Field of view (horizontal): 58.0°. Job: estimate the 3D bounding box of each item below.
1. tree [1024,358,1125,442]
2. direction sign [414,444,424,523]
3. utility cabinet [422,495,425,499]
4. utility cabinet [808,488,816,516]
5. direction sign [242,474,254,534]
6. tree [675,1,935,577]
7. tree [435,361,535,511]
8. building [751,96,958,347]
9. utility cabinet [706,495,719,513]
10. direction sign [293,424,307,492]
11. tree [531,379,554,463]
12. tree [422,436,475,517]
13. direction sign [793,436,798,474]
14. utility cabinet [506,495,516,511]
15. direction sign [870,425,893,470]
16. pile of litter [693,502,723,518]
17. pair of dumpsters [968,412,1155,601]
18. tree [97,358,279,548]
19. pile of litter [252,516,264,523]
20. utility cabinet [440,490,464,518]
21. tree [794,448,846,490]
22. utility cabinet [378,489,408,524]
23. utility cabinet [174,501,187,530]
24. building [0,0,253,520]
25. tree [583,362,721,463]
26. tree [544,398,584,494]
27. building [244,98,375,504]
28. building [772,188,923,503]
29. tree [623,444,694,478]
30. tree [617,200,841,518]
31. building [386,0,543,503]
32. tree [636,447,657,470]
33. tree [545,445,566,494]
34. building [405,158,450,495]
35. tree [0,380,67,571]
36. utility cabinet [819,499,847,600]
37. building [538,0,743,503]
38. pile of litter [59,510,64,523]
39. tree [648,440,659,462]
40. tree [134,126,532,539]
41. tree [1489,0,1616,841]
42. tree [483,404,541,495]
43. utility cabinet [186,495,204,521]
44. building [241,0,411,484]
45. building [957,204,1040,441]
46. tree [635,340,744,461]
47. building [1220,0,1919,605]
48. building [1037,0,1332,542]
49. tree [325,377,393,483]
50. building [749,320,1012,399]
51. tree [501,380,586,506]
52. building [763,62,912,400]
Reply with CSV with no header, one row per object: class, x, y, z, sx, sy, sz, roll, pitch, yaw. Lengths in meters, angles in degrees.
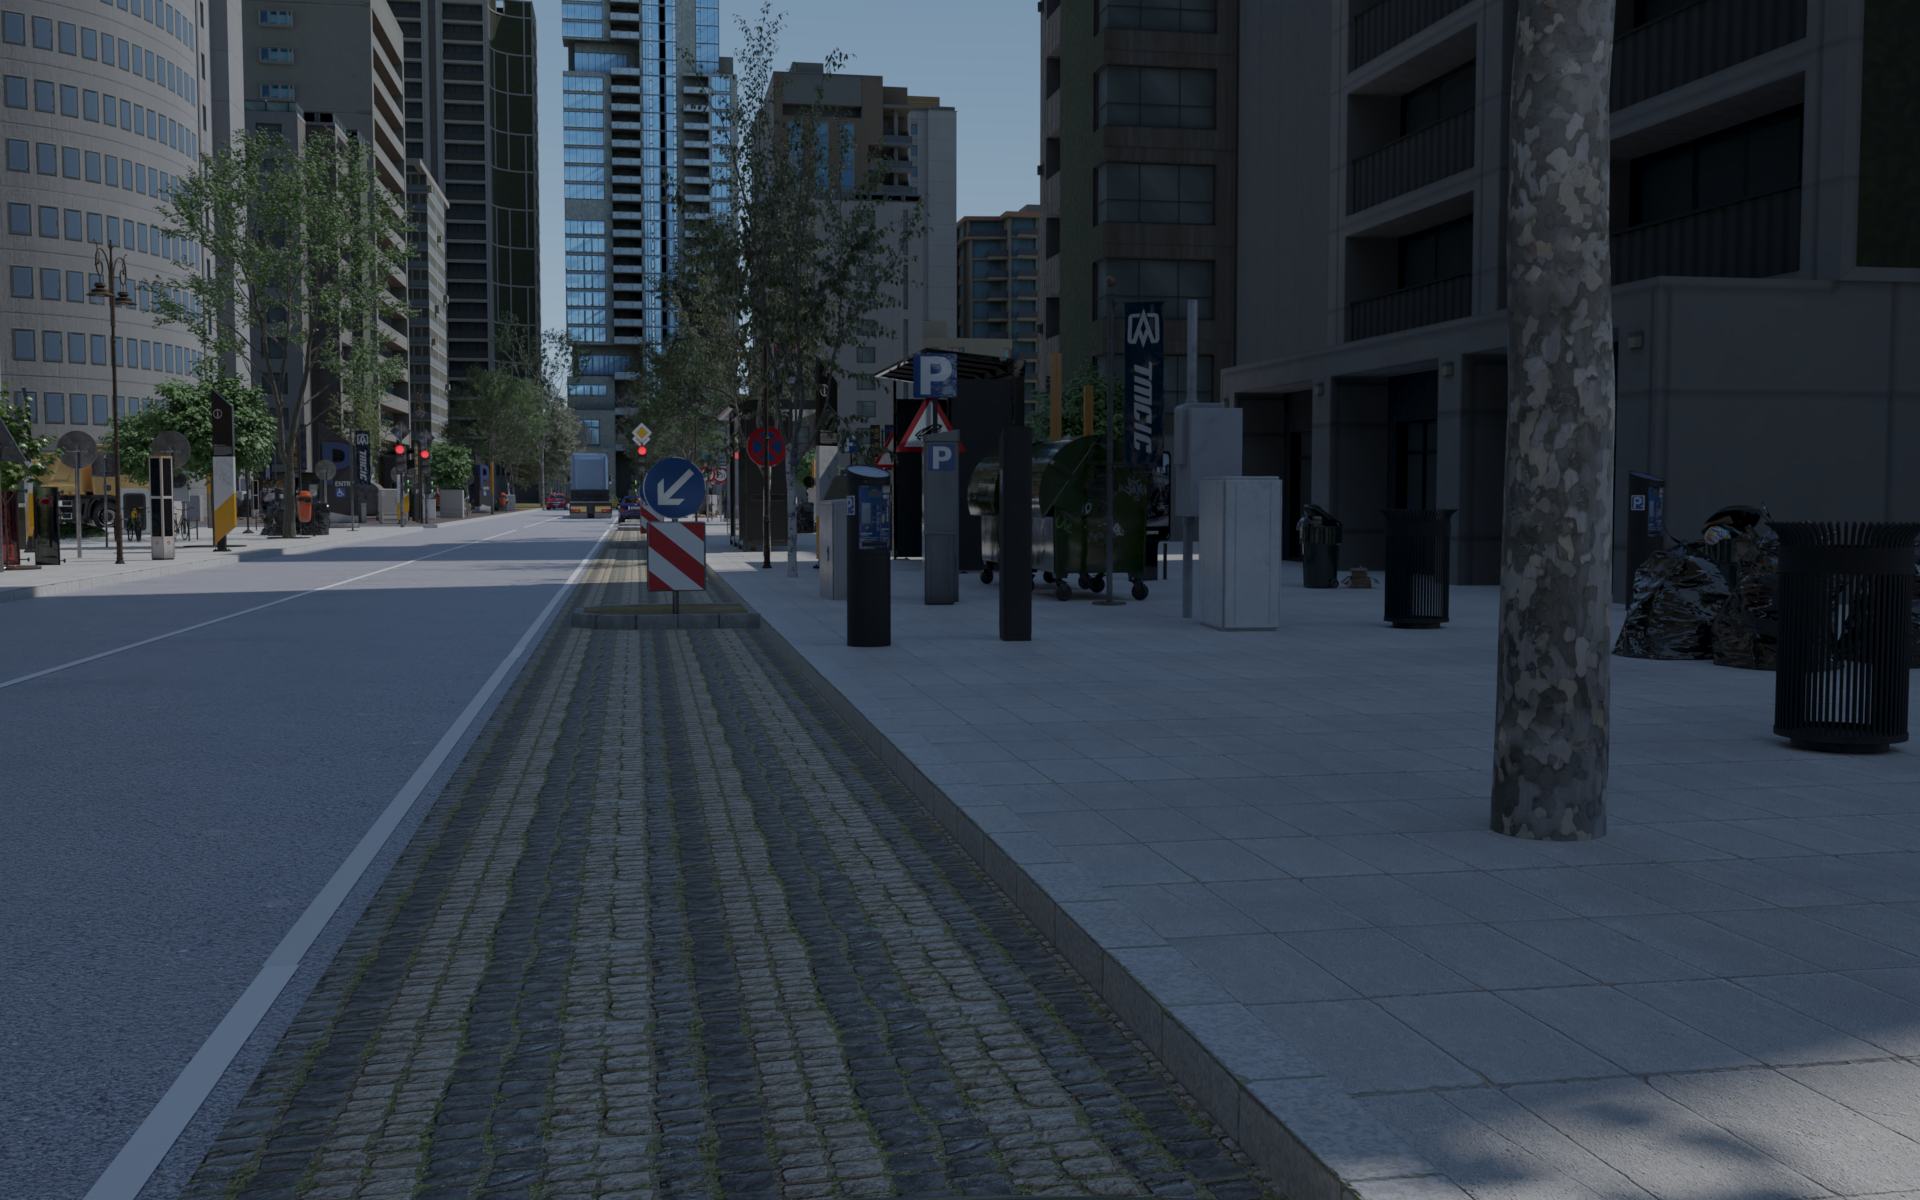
tree,3.167,-3.562,41.951,4.285,4.588,4.351,0,3,0
direction sign,-24.344,-5.257,77.953,0.379,3.537,0.876,1,4,9
utility cabinet,-42.714,-7.759,138.015,0.306,1.237,1.020,0,4,-3
utility cabinet,-4.923,-3.330,63.119,1.173,1.500,0.318,1,4,18
direction sign,-23.222,-3.939,56.401,0.379,3.537,0.876,-2,4,-29
tree,-2.544,-4.649,26.381,4.360,8.622,3.978,0,3,0
tree,-33.765,-11.505,122.523,8.767,10.594,7.601,2,4,35
building,-16.170,-43.770,257.644,28.212,58.520,21.231,-1,4,-11
utility cabinet,-15.651,-6.021,109.602,0.306,1.237,1.020,2,4,24
direction sign,-21.537,-3.945,56.495,0.876,3.537,0.379,3,5,39
tree,-37.192,-13.298,143.176,9.928,11.665,9.643,0,3,0
tree,-28.969,-6.957,97.459,4.285,4.588,4.351,0,3,0
direction sign,-6.775,-4.627,67.651,0.876,3.537,0.379,-1,4,-13
utility cabinet,-33.685,-7.215,129.125,1.020,1.237,0.306,-1,4,-22
direction sign,-2.530,-3.950,56.574,0.876,3.537,0.379,1,4,23
pile of litter,-13.749,-4.909,94.226,1.719,0.858,1.176,2,4,33
pair of dumpsters,1.275,-1.236,22.704,1.574,2.255,4.437,-1,4,-10
tree,-18.145,-3.569,42.061,4.285,4.588,4.351,0,3,0
pile of litter,-30.954,-3.906,77.828,1.719,0.858,1.176,-1,4,-14
utility cabinet,-26.722,-5.043,91.139,1.173,1.500,0.318,0,4,-2
tree,-10.240,-8.447,121.828,4.285,4.588,4.351,0,3,0
utility cabinet,-24.428,-4.036,74.668,1.173,1.500,0.318,-3,5,-43
utility cabinet,-27.734,-3.206,61.098,0.318,1.500,1.173,0,4,2
building,-52.571,-33.673,92.553,21.231,58.520,28.212,-1,4,-11
tree,-26.048,-14.873,153.546,12.009,13.543,11.850,0,3,0
tree,-50.369,-18.853,218.611,12.009,13.543,11.850,0,3,0
building,-52.603,-21.933,130.301,14.160,30.474,14.107,-1,4,-11
building,-11.432,-24.244,168.097,14.160,30.474,14.107,-1,4,-11
tree,-36.650,-18.143,213.641,9.611,12.733,9.660,0,3,0
tree,-7.480,-7.433,55.947,7.601,10.594,8.767,-1,4,-22
building,-70.874,-49.461,246.939,20.611,71.187,20.563,-1,4,-11
tree,-29.316,-13.371,168.979,4.737,8.622,4.395,0,3,0
tree,-47.765,-15.385,201.908,4.360,8.622,3.978,0,3,0
building,-69.603,-30.581,191.885,23.993,40.220,32.217,-1,4,-11
tree,-16.050,-2.127,29.371,1.663,3.219,1.824,0,3,0
utility cabinet,-1.526,-0.625,21.376,0.306,1.237,1.020,-1,4,-14
building,-45.391,-57.451,251.990,31.000,86.520,22.319,-1,4,-11
pile of litter,-30.304,-2.724,58.506,1.176,0.858,1.719,-1,4,-23
tree,-20.025,-10.522,122.401,4.360,8.622,3.978,0,3,0
tree,-19.243,-7.560,49.360,9.928,11.665,9.643,0,3,0
tree,2.965,-9.259,7.278,12.611,20.169,13.585,0,3,0
tree,-34.548,-11.151,132.677,4.360,8.622,3.978,0,3,0
utility cabinet,-36.219,-4.313,81.681,1.020,1.237,0.306,1,4,11
building,-61.557,-32.425,153.854,21.300,48.544,21.600,-1,4,-11
building,12.055,-37.308,264.613,28.867,44.769,22.147,-1,4,-11
tree,-17.913,-11.566,114.860,9.928,11.665,9.643,0,3,0
building,17.034,-35.812,23.776,20.563,71.187,20.611,-1,4,-11
building,9.418,-17.227,53.366,14.160,30.474,14.107,-1,4,-11
tree,-35.181,-9.284,102.157,4.737,8.622,4.395,0,3,0
building,-10.442,-22.009,204.894,27.650,21.520,28.899,-1,4,-11
tree,-46.479,-17.462,192.154,9.857,13.997,8.962,0,3,0
building,-13.095,-32.519,181.790,14.600,45.320,14.200,-1,4,-11
